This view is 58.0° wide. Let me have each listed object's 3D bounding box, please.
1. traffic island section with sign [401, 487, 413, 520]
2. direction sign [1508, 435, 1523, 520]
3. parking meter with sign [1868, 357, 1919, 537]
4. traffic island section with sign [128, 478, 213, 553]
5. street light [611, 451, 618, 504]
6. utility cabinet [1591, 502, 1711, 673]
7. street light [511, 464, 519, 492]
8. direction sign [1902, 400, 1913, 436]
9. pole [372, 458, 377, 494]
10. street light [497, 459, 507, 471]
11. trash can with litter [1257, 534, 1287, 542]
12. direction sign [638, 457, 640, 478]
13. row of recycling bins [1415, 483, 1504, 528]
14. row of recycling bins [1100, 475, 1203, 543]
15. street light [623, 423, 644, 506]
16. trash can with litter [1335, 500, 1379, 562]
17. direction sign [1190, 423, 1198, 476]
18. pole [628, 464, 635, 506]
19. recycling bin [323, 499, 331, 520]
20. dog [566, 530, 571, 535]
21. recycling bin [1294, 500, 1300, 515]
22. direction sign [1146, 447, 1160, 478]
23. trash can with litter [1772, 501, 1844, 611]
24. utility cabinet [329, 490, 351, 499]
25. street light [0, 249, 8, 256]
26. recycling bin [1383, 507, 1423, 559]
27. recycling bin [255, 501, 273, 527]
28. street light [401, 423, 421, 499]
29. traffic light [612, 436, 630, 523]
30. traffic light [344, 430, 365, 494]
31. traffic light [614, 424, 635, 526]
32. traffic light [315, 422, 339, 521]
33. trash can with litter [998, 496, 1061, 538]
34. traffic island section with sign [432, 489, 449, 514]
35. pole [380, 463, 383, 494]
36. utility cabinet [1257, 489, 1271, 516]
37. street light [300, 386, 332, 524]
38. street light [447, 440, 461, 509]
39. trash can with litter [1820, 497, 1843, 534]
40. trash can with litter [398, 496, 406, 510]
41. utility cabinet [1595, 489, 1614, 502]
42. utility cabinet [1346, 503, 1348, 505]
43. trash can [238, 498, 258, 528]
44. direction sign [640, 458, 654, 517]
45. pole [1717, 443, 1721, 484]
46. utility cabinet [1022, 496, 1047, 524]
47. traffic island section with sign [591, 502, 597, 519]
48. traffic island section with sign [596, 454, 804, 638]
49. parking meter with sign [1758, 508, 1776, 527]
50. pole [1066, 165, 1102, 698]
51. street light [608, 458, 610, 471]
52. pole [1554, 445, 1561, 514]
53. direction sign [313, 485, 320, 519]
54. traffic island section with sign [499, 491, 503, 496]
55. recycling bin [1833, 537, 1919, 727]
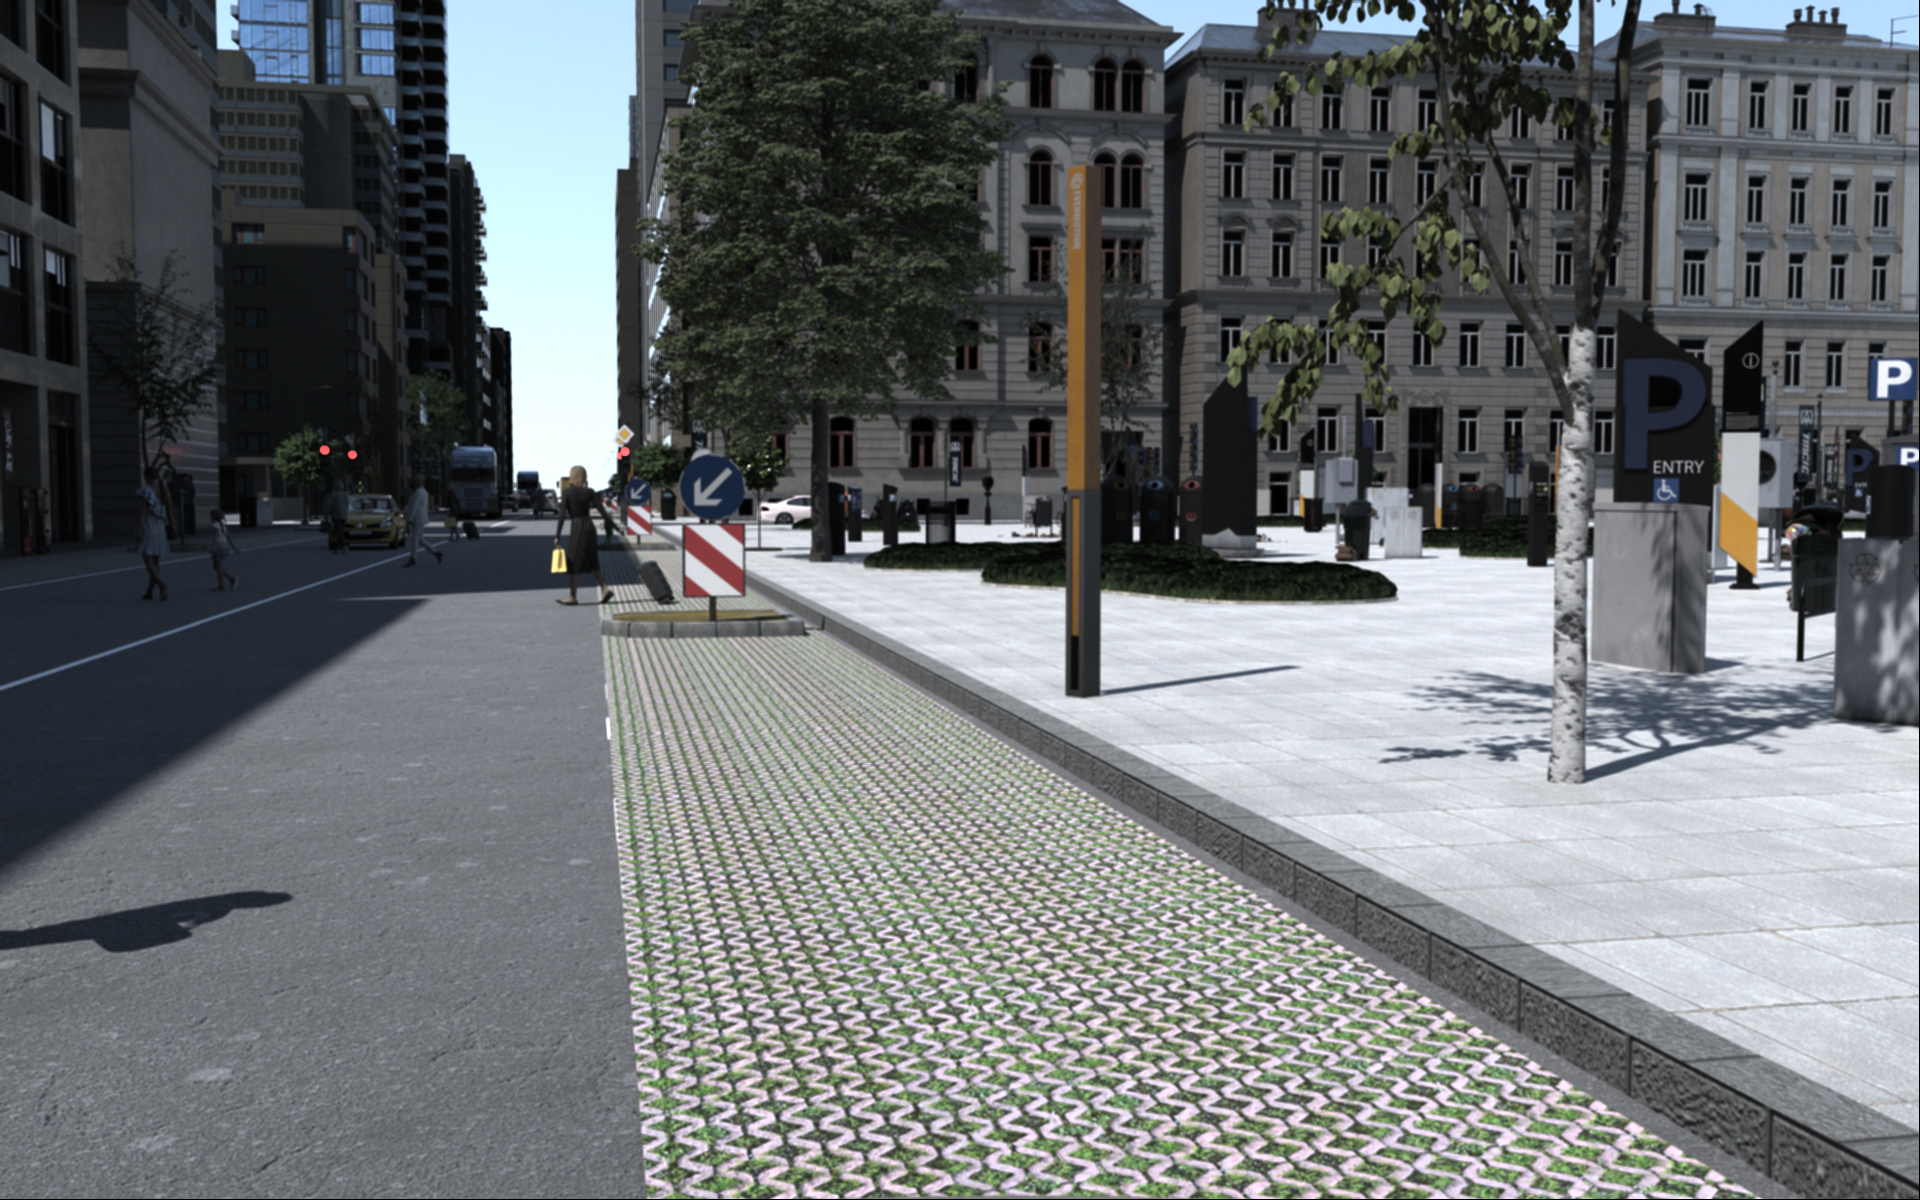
[{"bbox_3d":[-31.108,-5.443,97.622,1.989,1.847,2.006,-1,4,-12],"label":"traffic island section with sign"},{"bbox_3d":[21.386,-4.571,66.728,0.876,3.537,0.379,-3,4,-38],"label":"direction sign"},{"bbox_3d":[11.661,-1.540,21.432,0.543,3.016,1.738,1,4,19],"label":"parking meter with sign"},{"bbox_3d":[-19.488,-2.118,43.255,1.989,1.847,2.006,-1,4,-12],"label":"traffic island section with sign"},{"bbox_3d":[-29.472,-10.931,151.269,1.470,5.913,1.316,-1,4,-12],"label":"street light"},{"bbox_3d":[5.115,-0.104,12.867,0.306,1.237,1.020,-1,4,-13],"label":"utility cabinet"},{"bbox_3d":[-69.420,-18.191,269.970,1.470,5.913,1.316,-1,4,-12],"label":"street light"},{"bbox_3d":[19.374,-2.659,35.475,0.379,3.537,0.876,1,4,19],"label":"direction sign"},{"bbox_3d":[-32.775,-6.311,97.021,0.158,3.312,0.155,0,3,0],"label":"pole"},{"bbox_3d":[-61.115,-15.813,231.089,1.470,5.913,1.316,-1,4,-12],"label":"street light"},{"bbox_3d":[8.052,-2.384,50.042,2.233,1.210,1.678,-3,5,-41],"label":"trash can with litter"},{"bbox_3d":[-19.532,-6.945,105.553,0.379,3.537,0.876,-1,4,-22],"label":"direction sign"},{"bbox_3d":[19.015,-3.603,66.016,3.534,1.692,1.069,-1,4,-13],"label":"row of recycling bins"},{"bbox_3d":[4.763,-1.907,38.295,3.534,1.692,1.069,1,4,17],"label":"row of recycling bins"},{"bbox_3d":[-21.253,-8.588,112.947,1.470,5.913,1.316,-1,4,-12],"label":"street light"},{"bbox_3d":[7.597,-1.336,33.229,0.624,1.170,1.055,2,4,30],"label":"trash can with litter"},{"bbox_3d":[7.533,-3.909,55.909,0.379,3.537,0.876,0,4,-7],"label":"direction sign"},{"bbox_3d":[-22.095,-7.529,116.949,0.158,3.312,0.155,0,3,0],"label":"pole"},{"bbox_3d":[-31.265,-4.509,86.271,0.722,1.027,0.722,-2,4,-30],"label":"recycling bin"},{"bbox_3d":[-13.685,-2.712,61.170,0.800,0.831,0.513,-3,5,-45],"label":"dog"},{"bbox_3d":[13.987,-3.554,70.663,0.722,1.027,0.722,1,4,11],"label":"recycling bin"},{"bbox_3d":[9.343,-5.620,83.877,0.876,3.537,0.379,-3,4,-38],"label":"direction sign"},{"bbox_3d":[9.347,-0.474,19.130,0.624,1.170,1.055,1,4,14],"label":"trash can with litter"},{"bbox_3d":[-36.193,-5.657,101.163,1.173,1.500,0.318,0,4,6],"label":"utility cabinet"},{"bbox_3d":[-18.724,-3.689,32.854,1.470,5.913,1.316,-1,4,-12],"label":"street light"},{"bbox_3d":[8.882,-1.356,34.732,0.722,1.027,0.722,1,4,11],"label":"recycling bin"},{"bbox_3d":[-27.246,-3.358,67.461,0.722,1.027,0.722,-3,4,-38],"label":"recycling bin"},{"bbox_3d":[-36.027,-8.629,113.628,1.470,5.913,1.316,-1,4,-12],"label":"street light"},{"bbox_3d":[-15.157,-5.416,77.478,0.839,4.253,0.868,-1,4,-12],"label":"traffic light"},{"bbox_3d":[-26.265,-5.271,75.097,0.839,4.253,0.868,-1,4,-12],"label":"traffic light"},{"bbox_3d":[-13.488,-4.939,69.669,0.839,4.253,0.868,-1,4,-12],"label":"traffic light"},{"bbox_3d":[-24.596,-4.793,67.288,0.839,4.253,0.868,-1,4,-12],"label":"traffic light"},{"bbox_3d":[2.214,-2.478,51.576,2.233,1.210,1.678,2,4,33],"label":"trash can with litter"},{"bbox_3d":[-36.745,-7.055,123.984,1.989,1.847,2.006,-1,4,-12],"label":"traffic island section with sign"},{"bbox_3d":[-37.682,-7.278,112.833,0.158,3.312,0.155,0,3,0],"label":"pole"},{"bbox_3d":[14.328,-4.558,83.200,1.173,1.500,0.318,2,4,23],"label":"utility cabinet"},{"bbox_3d":[-27.776,-6.252,74.759,1.470,5.913,1.316,-1,4,-12],"label":"street light"},{"bbox_3d":[-43.669,-10.827,149.561,1.470,5.913,1.316,-1,4,-12],"label":"street light"},{"bbox_3d":[20.144,-1.736,39.444,1.678,1.210,2.233,-2,4,-33],"label":"trash can with litter"},{"bbox_3d":[-37.407,-6.468,117.141,0.624,1.170,1.055,2,4,29],"label":"trash can with litter"},{"bbox_3d":[26.375,-3.765,70.236,1.173,1.500,0.318,3,5,45],"label":"utility cabinet"},{"bbox_3d":[12.331,-2.556,52.952,1.020,1.237,0.306,0,4,-3],"label":"utility cabinet"},{"bbox_3d":[-27.175,-3.332,66.129,0.748,1.137,0.748,0,3,0],"label":"trash can"},{"bbox_3d":[-17.522,-6.488,98.077,0.876,3.537,0.379,0,4,-6],"label":"direction sign"},{"bbox_3d":[30.021,-4.561,68.415,0.158,3.312,0.155,0,3,0],"label":"pole"},{"bbox_3d":[3.185,-3.841,73.956,1.020,1.237,0.306,0,4,4],"label":"utility cabinet"},{"bbox_3d":[-8.371,-2.189,44.425,1.989,1.847,2.006,-1,4,-12],"label":"traffic island section with sign"},{"bbox_3d":[-2.736,-0.577,18.063,1.989,1.847,2.006,-1,4,-12],"label":"traffic island section with sign"},{"bbox_3d":[31.095,-4.311,66.742,1.738,3.016,0.543,1,4,21],"label":"parking meter with sign"},{"bbox_3d":[0.780,-1.043,10.900,0.158,3.312,0.155,0,3,0],"label":"pole"},{"bbox_3d":[-37.092,-13.143,187.433,1.470,5.913,1.316,-1,4,-12],"label":"street light"},{"bbox_3d":[24.921,-4.794,72.219,0.158,3.312,0.155,0,3,0],"label":"pole"},{"bbox_3d":[-32.635,-5.855,87.730,0.379,3.537,0.876,2,4,33],"label":"direction sign"},{"bbox_3d":[-52.867,-11.671,199.443,1.989,1.847,2.006,-1,4,-12],"label":"traffic island section with sign"},{"bbox_3d":[5.486,0.166,9.837,0.722,1.027,0.722,-3,4,-39],"label":"recycling bin"}]
